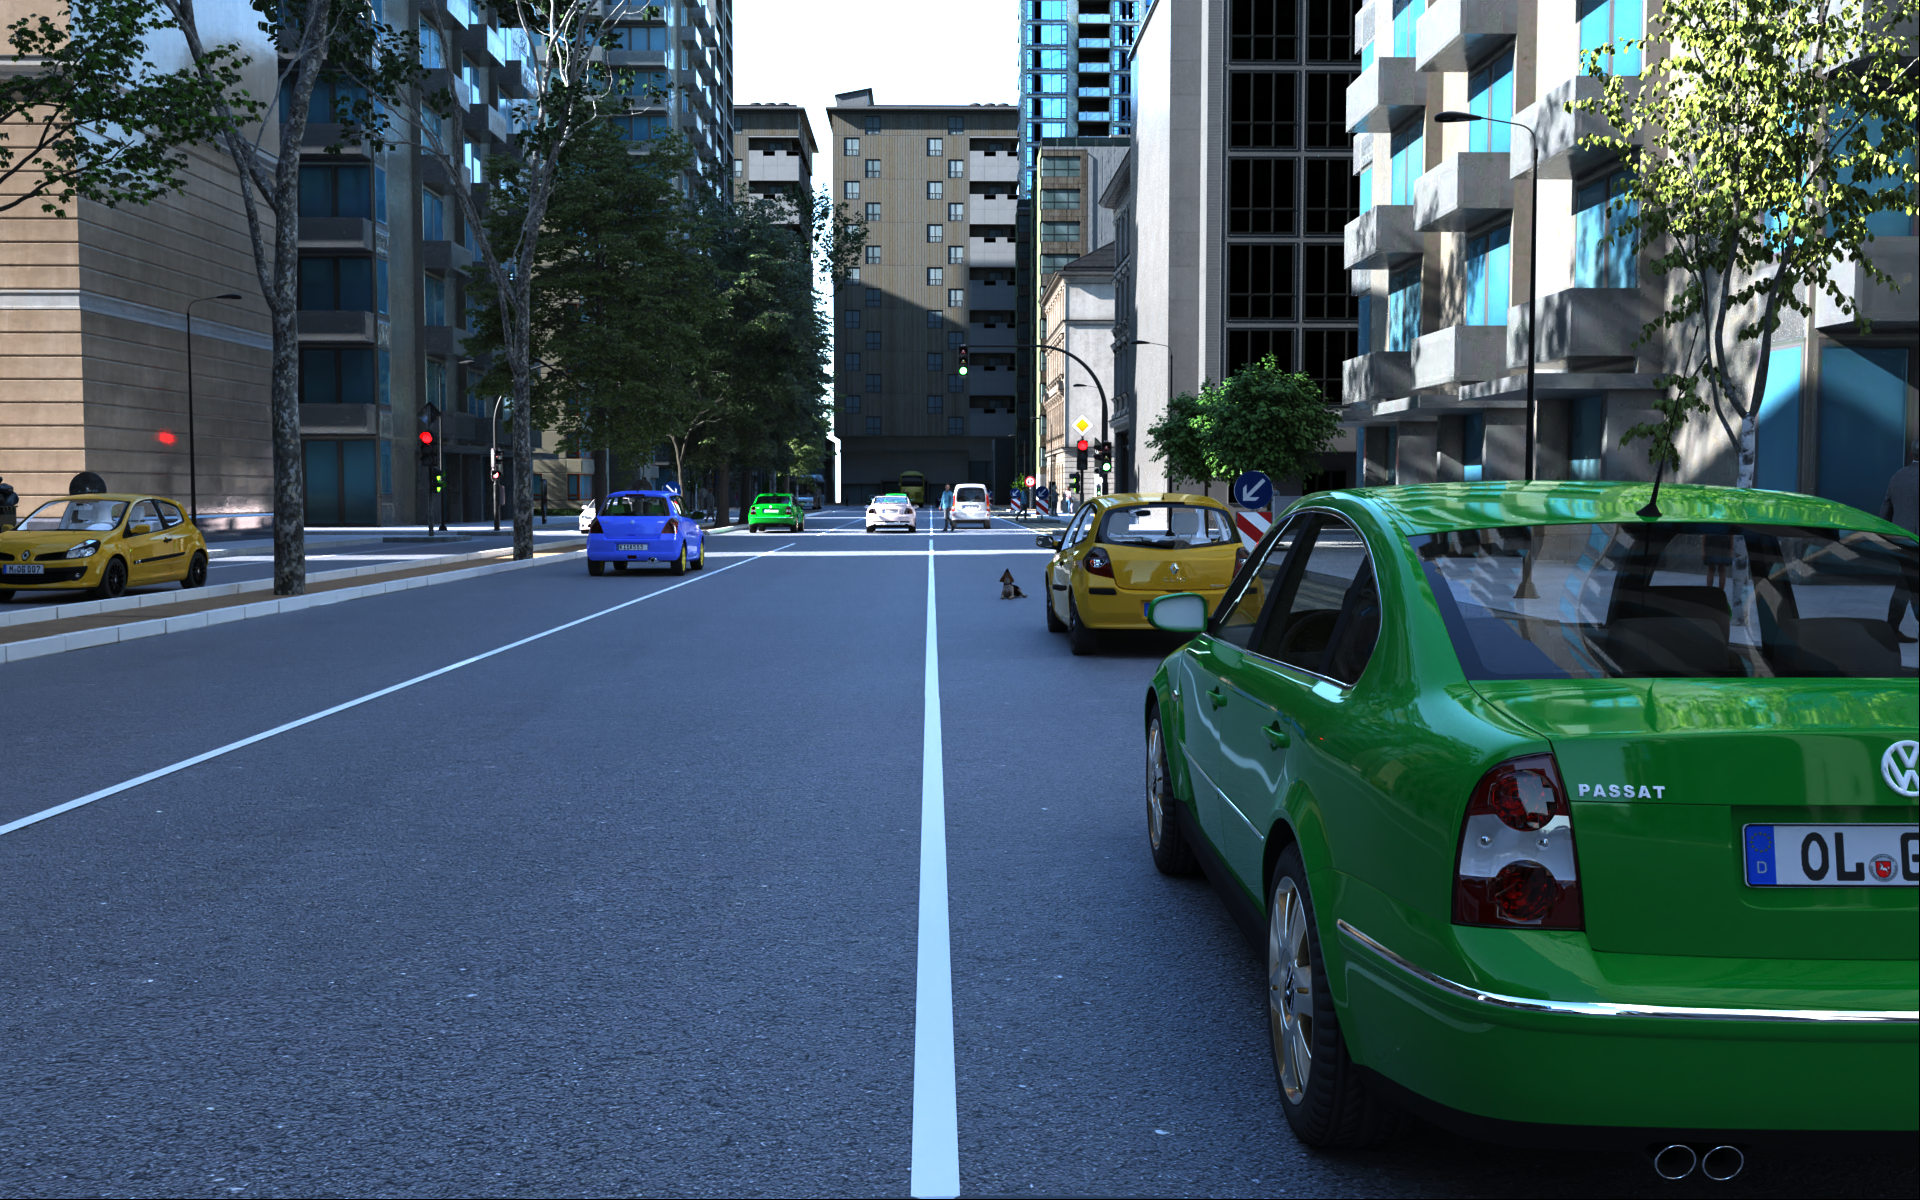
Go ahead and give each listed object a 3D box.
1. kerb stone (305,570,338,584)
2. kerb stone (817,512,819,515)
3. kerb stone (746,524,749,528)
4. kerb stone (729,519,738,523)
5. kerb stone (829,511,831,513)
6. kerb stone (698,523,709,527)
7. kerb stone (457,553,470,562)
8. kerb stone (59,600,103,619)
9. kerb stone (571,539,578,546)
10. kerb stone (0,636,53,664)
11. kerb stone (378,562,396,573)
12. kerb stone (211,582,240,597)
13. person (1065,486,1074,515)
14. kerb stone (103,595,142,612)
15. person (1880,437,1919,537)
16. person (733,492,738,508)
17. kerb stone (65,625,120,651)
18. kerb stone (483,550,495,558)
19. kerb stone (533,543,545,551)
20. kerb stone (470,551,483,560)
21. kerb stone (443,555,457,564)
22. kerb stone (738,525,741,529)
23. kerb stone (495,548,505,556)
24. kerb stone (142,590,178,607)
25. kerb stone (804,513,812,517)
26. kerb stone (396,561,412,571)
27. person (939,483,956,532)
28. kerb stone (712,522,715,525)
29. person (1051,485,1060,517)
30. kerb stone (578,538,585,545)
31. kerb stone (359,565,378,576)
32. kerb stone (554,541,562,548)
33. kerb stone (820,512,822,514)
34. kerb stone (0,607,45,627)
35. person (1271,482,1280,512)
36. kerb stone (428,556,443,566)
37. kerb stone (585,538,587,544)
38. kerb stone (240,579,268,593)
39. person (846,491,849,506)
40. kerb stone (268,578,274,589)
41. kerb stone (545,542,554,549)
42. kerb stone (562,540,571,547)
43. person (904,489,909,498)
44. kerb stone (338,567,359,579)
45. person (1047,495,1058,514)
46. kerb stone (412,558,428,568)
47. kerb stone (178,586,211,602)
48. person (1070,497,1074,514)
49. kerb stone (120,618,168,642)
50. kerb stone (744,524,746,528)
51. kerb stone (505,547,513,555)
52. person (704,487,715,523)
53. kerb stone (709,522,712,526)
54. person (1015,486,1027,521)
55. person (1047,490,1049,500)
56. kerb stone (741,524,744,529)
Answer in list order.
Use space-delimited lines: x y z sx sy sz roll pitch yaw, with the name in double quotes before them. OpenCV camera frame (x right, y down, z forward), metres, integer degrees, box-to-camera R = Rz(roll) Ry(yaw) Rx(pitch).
"kerb stone" -10.479 -0.381 28.432 0.120 0.150 1.000 0 4 -1
"kerb stone" -9.878 -5.871 118.194 0.120 0.150 1.000 0 4 -1
"kerb stone" -9.118 -3.113 73.099 0.120 0.150 1.000 0 4 -1
"kerb stone" -11.465 -3.988 87.392 0.120 0.150 1.000 0 4 -1
"kerb stone" -10.094 -6.686 131.510 0.120 0.150 1.000 0 4 -1
"kerb stone" -11.270 -3.298 76.117 0.120 0.150 1.000 0 4 -1
"kerb stone" -10.616 -0.878 36.636 0.120 0.150 1.000 0 4 -1
"kerb stone" -10.341 0.120 20.232 0.120 0.150 1.000 0 4 -1
"kerb stone" -10.804 -1.571 47.917 0.120 0.150 1.000 0 4 -1
"kerb stone" -8.157 0.432 15.196 0.120 0.150 1.000 0 4 -1
"kerb stone" -10.531 -0.570 31.514 0.120 0.150 1.000 0 4 -1
"kerb stone" -10.407 -0.130 24.324 0.120 0.150 1.000 0 4 -1
"person" 6.589 -6.017 105.008 0.593 1.750 0.643 2 4 31
"kerb stone" -10.360 0.058 21.254 0.120 0.150 1.000 0 4 -1
"person" 8.368 -0.527 15.052 0.834 1.777 0.661 -1 4 -19
"person" -20.178 -8.970 155.925 0.599 1.433 0.991 1 4 15
"kerb stone" -8.182 0.366 16.218 0.120 0.150 1.000 0 4 -1
"kerb stone" -10.640 -1.007 38.698 0.120 0.150 1.000 0 4 -1
"kerb stone" -10.737 -1.323 43.827 0.120 0.150 1.000 0 4 -1
"kerb stone" -10.630 -0.947 37.676 0.120 0.150 1.000 0 4 -1
"kerb stone" -10.599 -0.818 35.612 0.120 0.150 1.000 0 4 -1
"kerb stone" -9.073 -2.915 70.022 0.120 0.150 1.000 0 4 -1
"kerb stone" -10.670 -1.072 39.722 0.120 0.150 1.000 0 4 -1
"kerb stone" -10.372 -0.005 22.276 0.120 0.150 1.000 0 4 -1
"kerb stone" -9.749 -5.433 111.026 0.120 0.150 1.000 0 4 -1
"kerb stone" -10.549 -0.632 32.535 0.120 0.150 1.000 0 4 -1
"person" -0.426 -3.535 66.163 0.748 1.841 0.638 -2 4 -30
"kerb stone" -11.311 -3.415 78.163 0.120 0.150 1.000 0 4 -1
"person" 5.470 -5.659 98.750 0.526 1.800 0.537 1 4 8
"kerb stone" -10.821 -1.634 48.938 0.120 0.150 1.000 0 4 -1
"kerb stone" -10.515 -0.507 30.490 0.120 0.150 1.000 0 4 -1
"kerb stone" -10.771 -1.448 45.873 0.120 0.150 1.000 0 4 -1
"kerb stone" -9.922 -6.055 121.260 0.120 0.150 1.000 0 4 -1
"kerb stone" -10.334 0.183 19.210 0.120 0.150 1.000 0 4 -1
"person" 10.885 -3.248 60.149 0.512 1.701 0.522 -2 4 -30
"kerb stone" -10.586 -0.754 34.587 0.120 0.150 1.000 0 4 -1
"kerb stone" -10.837 -1.698 49.960 0.120 0.150 1.000 0 4 -1
"kerb stone" -10.422 -0.193 25.355 0.120 0.150 1.000 0 4 -1
"person" -13.145 -11.908 203.727 0.750 1.759 0.617 3 4 37
"kerb stone" -10.449 -0.256 26.377 0.120 0.150 1.000 0 4 -1
"kerb stone" -10.750 -1.386 44.849 0.120 0.150 1.000 0 4 -1
"kerb stone" -10.779 -1.511 46.895 0.120 0.150 1.000 0 4 -1
"person" -3.820 -6.929 122.004 0.699 1.804 1.509 0 4 3
"kerb stone" -10.500 -0.444 29.459 0.120 0.150 1.000 0 4 -1
"person" 5.876 -6.418 110.880 0.836 1.842 0.656 2 4 31
"kerb stone" -10.570 -0.687 33.566 0.120 0.150 1.000 0 4 -1
"kerb stone" -10.387 -0.068 23.303 0.120 0.150 1.000 0 4 -1
"person" 7.035 -6.091 109.916 0.425 1.301 0.394 0 4 0
"kerb stone" -8.195 0.306 17.240 0.120 0.150 1.000 0 4 -1
"kerb stone" -9.104 -3.048 72.072 0.120 0.150 1.000 0 4 -1
"kerb stone" -10.685 -1.134 40.744 0.120 0.150 1.000 0 4 -1
"person" -12.357 -4.702 85.722 0.624 1.780 0.694 0 4 -6
"kerb stone" -11.287 -3.360 77.140 0.120 0.150 1.000 0 4 -1
"person" 3.296 -5.060 91.090 0.748 1.841 0.638 1 4 17
"person" 5.906 -6.480 112.089 0.679 1.850 0.850 0 4 -2
"kerb stone" -9.083 -2.988 71.049 0.120 0.150 1.000 0 4 -1
